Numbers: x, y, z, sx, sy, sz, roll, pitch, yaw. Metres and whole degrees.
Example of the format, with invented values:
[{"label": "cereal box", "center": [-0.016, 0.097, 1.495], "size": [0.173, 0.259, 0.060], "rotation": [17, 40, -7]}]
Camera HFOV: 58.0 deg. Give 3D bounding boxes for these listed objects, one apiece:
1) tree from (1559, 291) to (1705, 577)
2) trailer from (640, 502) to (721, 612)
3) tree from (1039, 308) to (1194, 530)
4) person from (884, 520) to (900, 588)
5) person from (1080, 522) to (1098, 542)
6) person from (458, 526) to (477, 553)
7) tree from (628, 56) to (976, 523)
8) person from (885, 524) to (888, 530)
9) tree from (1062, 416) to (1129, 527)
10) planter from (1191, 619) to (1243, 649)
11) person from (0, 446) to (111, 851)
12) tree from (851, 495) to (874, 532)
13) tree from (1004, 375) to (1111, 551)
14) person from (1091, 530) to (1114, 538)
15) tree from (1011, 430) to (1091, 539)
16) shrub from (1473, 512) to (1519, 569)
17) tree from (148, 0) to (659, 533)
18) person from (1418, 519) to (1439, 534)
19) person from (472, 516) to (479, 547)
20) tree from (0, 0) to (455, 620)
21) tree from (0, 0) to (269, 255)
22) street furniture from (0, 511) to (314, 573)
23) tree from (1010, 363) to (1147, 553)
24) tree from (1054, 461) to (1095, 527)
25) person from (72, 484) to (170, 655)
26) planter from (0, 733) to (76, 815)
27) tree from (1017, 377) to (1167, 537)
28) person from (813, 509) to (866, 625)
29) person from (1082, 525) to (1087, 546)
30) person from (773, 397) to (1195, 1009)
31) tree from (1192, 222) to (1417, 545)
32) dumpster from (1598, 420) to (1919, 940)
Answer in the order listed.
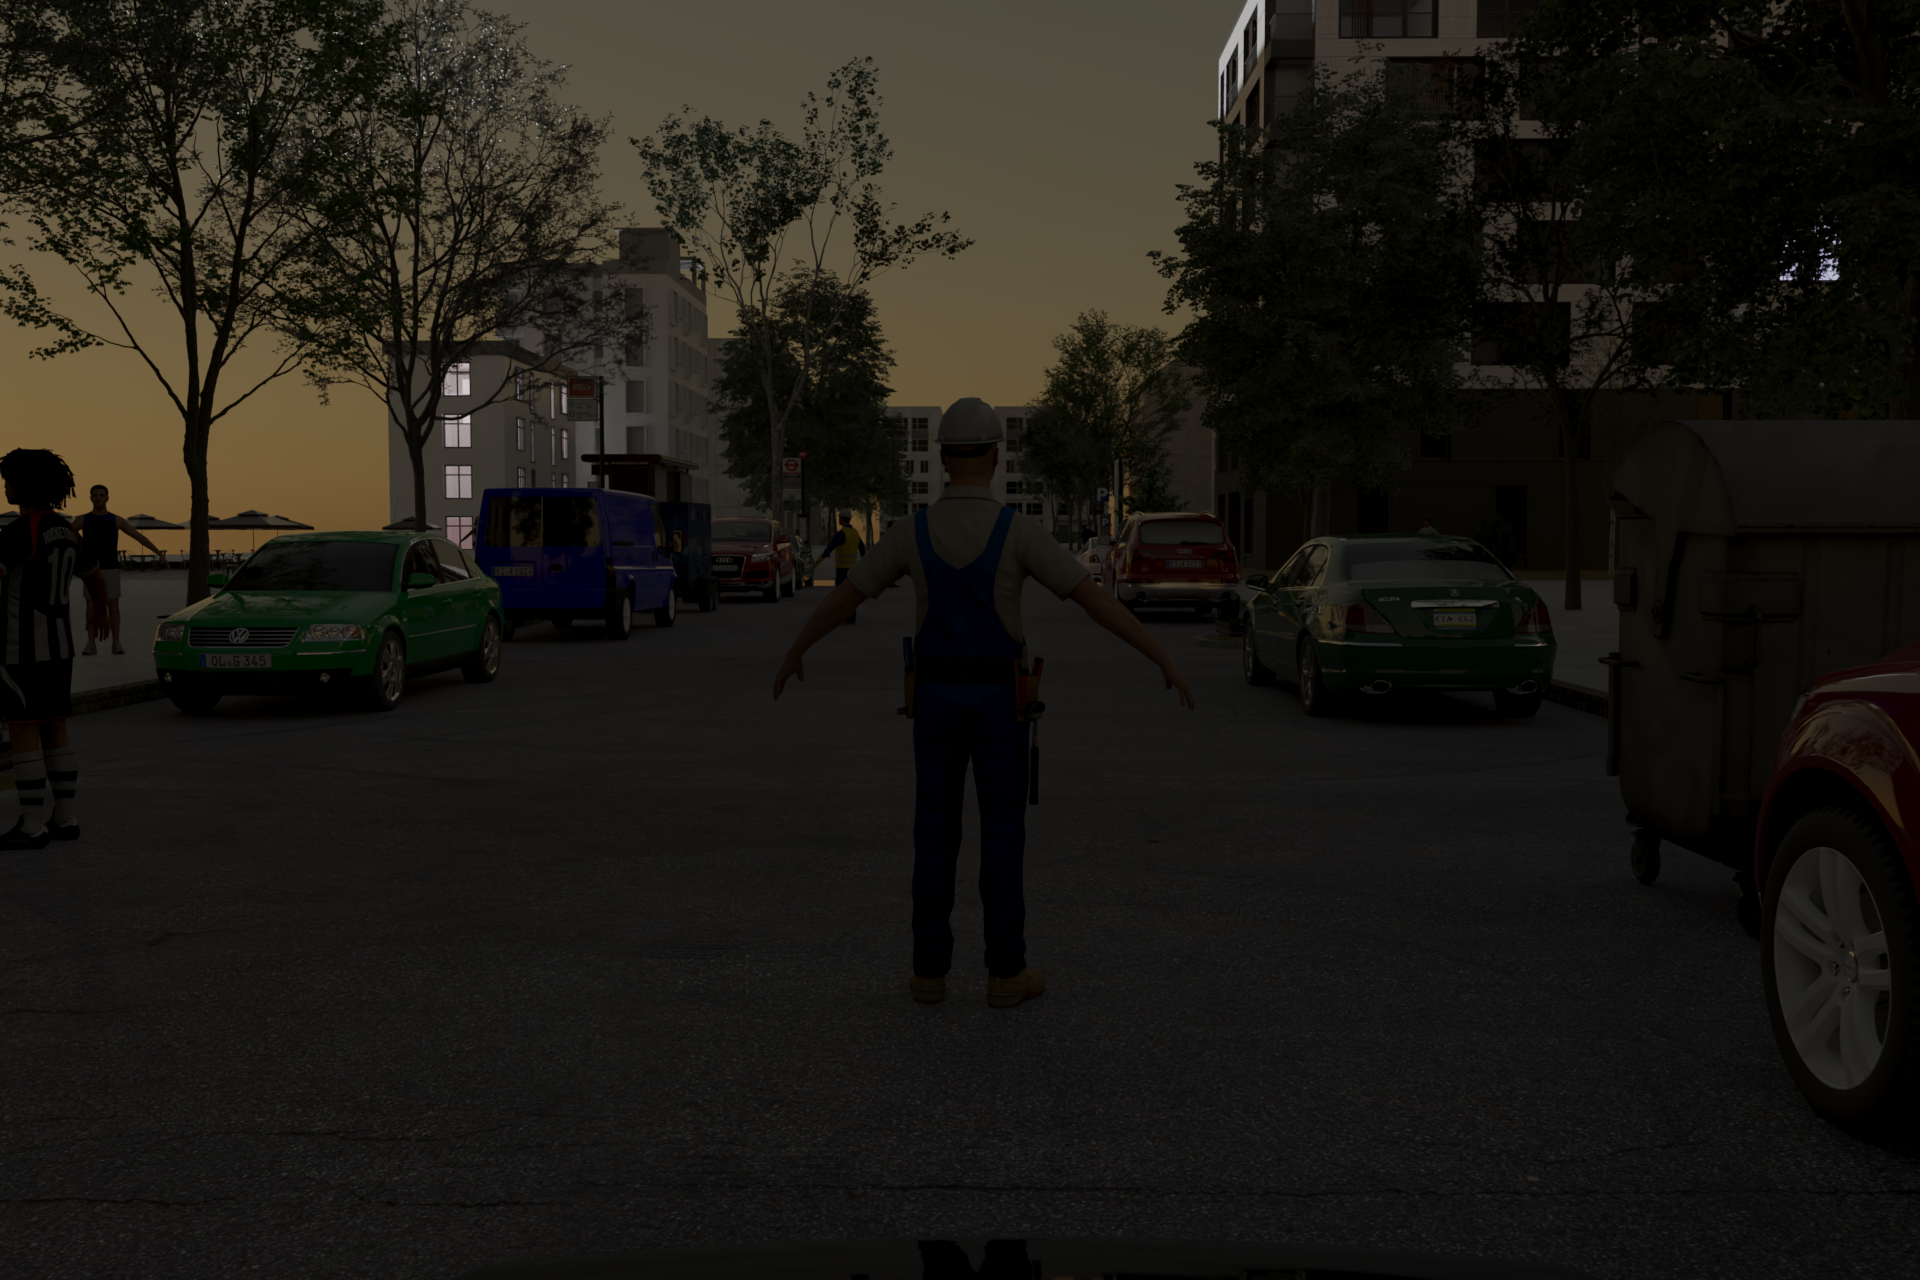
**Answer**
[{"label": "tree", "center": [19.476, -6.227, 52.178], "size": [4.360, 8.622, 3.978], "rotation": [0, 3, 0]}, {"label": "trailer", "center": [-5.277, -1.487, 31.366], "size": [1.471, 1.999, 3.904], "rotation": [0, 4, 1]}, {"label": "tree", "center": [7.251, -9.464, 80.499], "size": [9.928, 11.665, 9.643], "rotation": [0, 3, 0]}, {"label": "person", "center": [-1.841, -2.310, 46.498], "size": [0.705, 1.796, 1.348], "rotation": [-2, 4, -31]}, {"label": "person", "center": [5.964, -4.499, 79.496], "size": [1.347, 1.837, 0.705], "rotation": [-3, 5, -41]}, {"label": "person", "center": [-15.933, -3.139, 57.454], "size": [1.348, 1.813, 0.705], "rotation": [-2, 4, -27]}, {"label": "tree", "center": [-6.174, -12.998, 68.407], "size": [12.611, 20.169, 13.585], "rotation": [0, 3, 0]}, {"label": "person", "center": [-2.261, -2.695, 52.978], "size": [0.721, 1.772, 1.216], "rotation": [1, 4, 21]}, {"label": "tree", "center": [8.194, -9.571, 106.855], "size": [4.737, 8.622, 4.395], "rotation": [0, 3, 0]}, {"label": "planter", "center": [4.037, -0.082, 22.480], "size": [1.991, 0.319, 1.994], "rotation": [0, 4, 0]}, {"label": "person", "center": [-4.277, 0.039, 7.971], "size": [0.704, 1.843, 1.345], "rotation": [0, 4, 7]}, {"label": "tree", "center": [-13.389, -17.859, 242.350], "size": [4.737, 8.622, 4.395], "rotation": [0, 3, 0]}, {"label": "tree", "center": [8.354, -13.539, 131.731], "size": [12.009, 13.543, 11.850], "rotation": [0, 3, 0]}, {"label": "person", "center": [5.622, -3.778, 68.232], "size": [1.216, 1.772, 0.721], "rotation": [1, 4, 19]}, {"label": "tree", "center": [8.362, -13.760, 150.727], "size": [9.928, 11.665, 9.643], "rotation": [0, 3, 0]}, {"label": "shrub", "center": [18.253, -3.362, 59.016], "size": [1.661, 2.075, 1.752], "rotation": [0, 3, 0]}, {"label": "tree", "center": [-11.507, -7.720, 36.588], "size": [12.009, 13.543, 11.850], "rotation": [0, 3, 0]}, {"label": "person", "center": [16.043, -3.264, 59.550], "size": [1.347, 1.806, 0.705], "rotation": [3, 4, 36]}, {"label": "person", "center": [-15.009, -2.949, 54.002], "size": [0.705, 1.856, 1.354], "rotation": [-1, 4, -10]}, {"label": "tree", "center": [-11.494, -6.133, 26.030], "size": [9.928, 11.665, 9.643], "rotation": [0, 3, 0]}, {"label": "tree", "center": [-11.209, -6.442, 15.695], "size": [12.009, 13.543, 11.850], "rotation": [0, 3, 0]}, {"label": "street furniture", "center": [-31.060, -3.301, 59.002], "size": [14.083, 1.986, 27.439], "rotation": [1, 4, 11]}, {"label": "tree", "center": [8.288, -12.725, 118.425], "size": [12.009, 13.543, 11.850], "rotation": [0, 3, 0]}, {"label": "tree", "center": [9.131, -11.681, 141.347], "size": [4.737, 8.622, 4.395], "rotation": [0, 3, 0]}, {"label": "person", "center": [-9.152, -0.752, 18.458], "size": [1.345, 1.807, 0.704], "rotation": [-1, 4, -23]}, {"label": "planter", "center": [-5.884, 0.737, 9.090], "size": [1.991, 0.319, 1.994], "rotation": [0, 4, 0]}, {"label": "tree", "center": [7.741, -10.058, 98.861], "size": [8.767, 10.594, 7.601], "rotation": [-1, 4, -17]}, {"label": "person", "center": [-1.834, -1.160, 27.392], "size": [0.705, 1.833, 1.349], "rotation": [2, 4, 32]}, {"label": "person", "center": [6.380, -4.941, 87.502], "size": [0.721, 1.740, 1.216], "rotation": [-1, 4, -9]}, {"label": "person", "center": [0.037, 0.182, 5.330], "size": [1.347, 1.847, 0.705], "rotation": [1, 4, 14]}, {"label": "tree", "center": [11.397, -8.020, 56.889], "size": [9.928, 11.665, 9.643], "rotation": [0, 3, 0]}, {"label": "dumpster", "center": [3.528, 0.100, 6.581], "size": [1.865, 1.857, 1.264], "rotation": [0, 3, 0]}]
